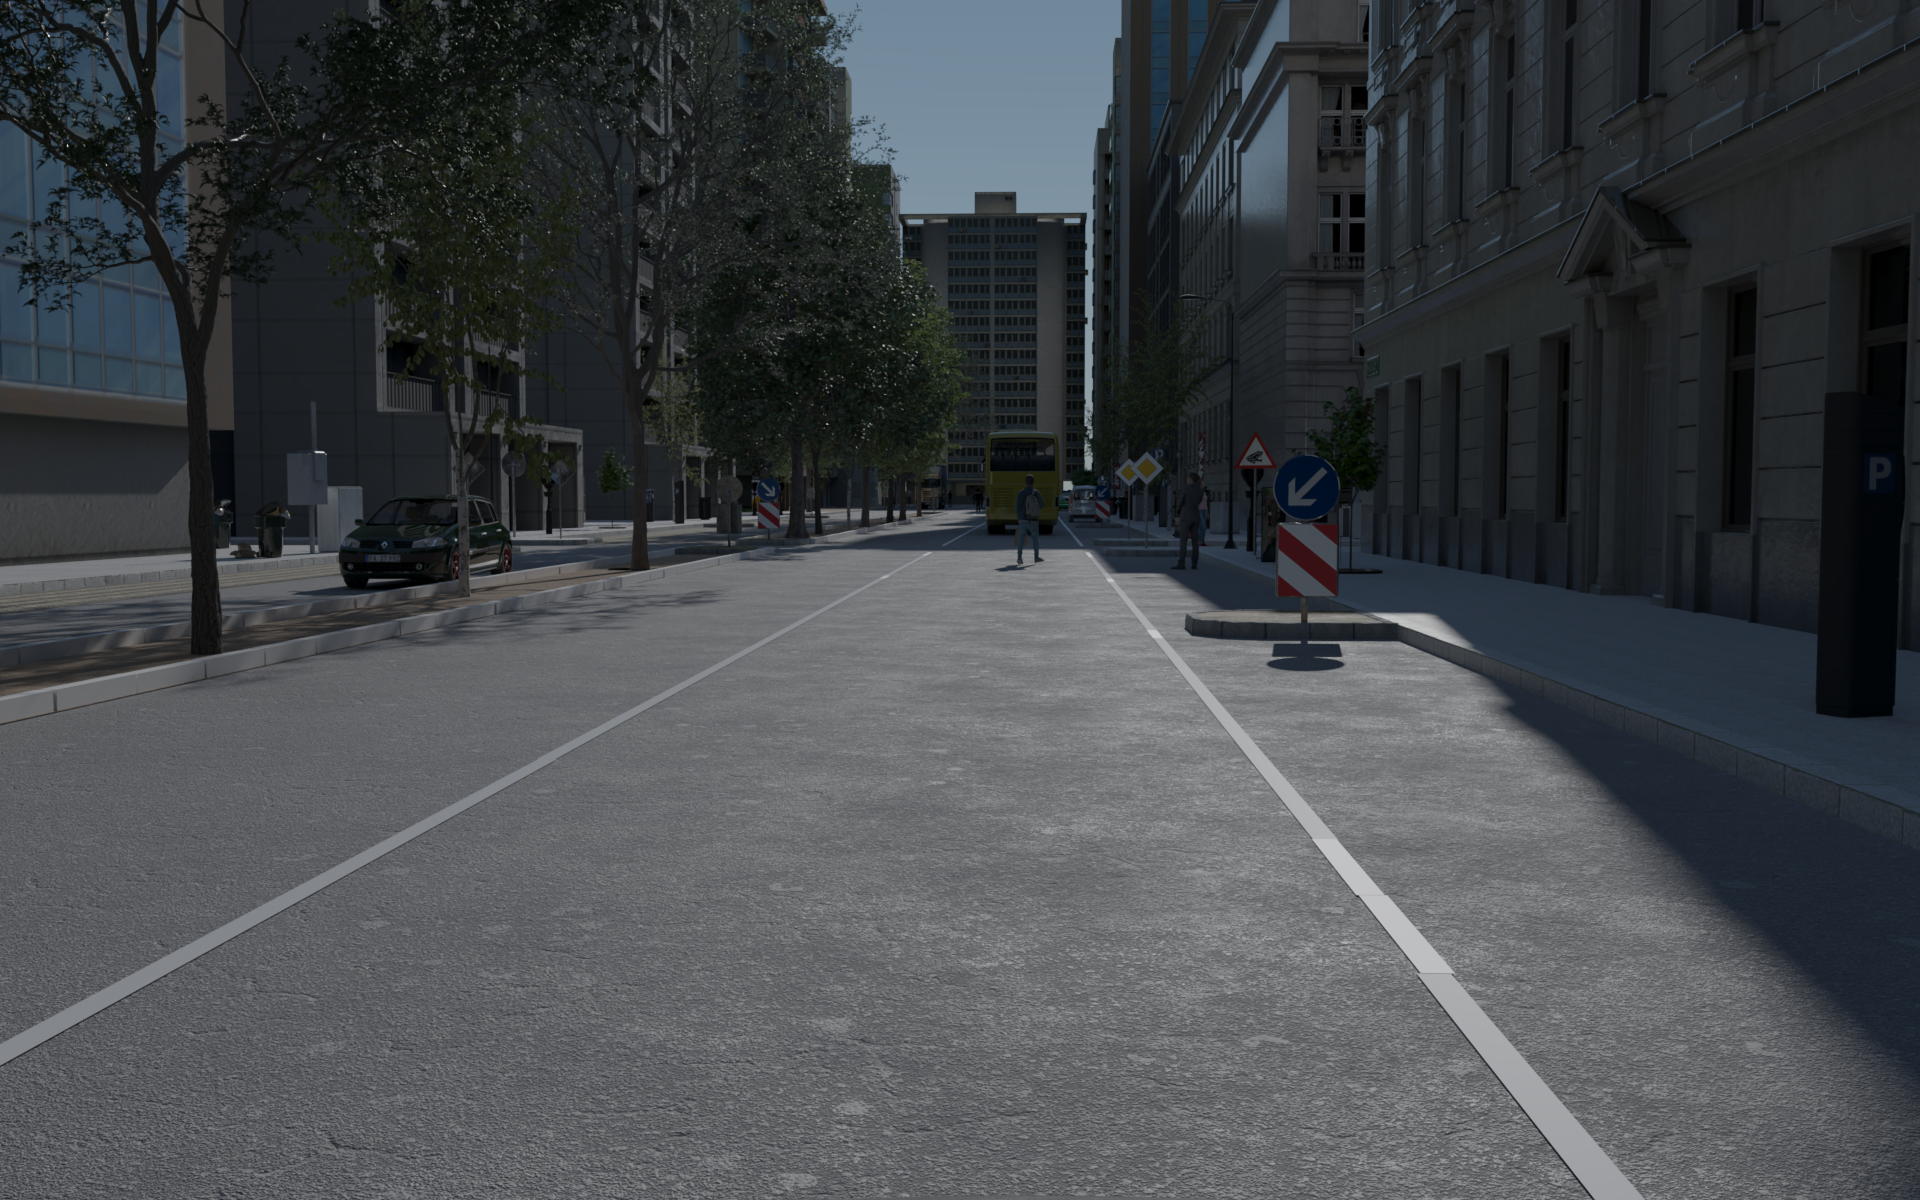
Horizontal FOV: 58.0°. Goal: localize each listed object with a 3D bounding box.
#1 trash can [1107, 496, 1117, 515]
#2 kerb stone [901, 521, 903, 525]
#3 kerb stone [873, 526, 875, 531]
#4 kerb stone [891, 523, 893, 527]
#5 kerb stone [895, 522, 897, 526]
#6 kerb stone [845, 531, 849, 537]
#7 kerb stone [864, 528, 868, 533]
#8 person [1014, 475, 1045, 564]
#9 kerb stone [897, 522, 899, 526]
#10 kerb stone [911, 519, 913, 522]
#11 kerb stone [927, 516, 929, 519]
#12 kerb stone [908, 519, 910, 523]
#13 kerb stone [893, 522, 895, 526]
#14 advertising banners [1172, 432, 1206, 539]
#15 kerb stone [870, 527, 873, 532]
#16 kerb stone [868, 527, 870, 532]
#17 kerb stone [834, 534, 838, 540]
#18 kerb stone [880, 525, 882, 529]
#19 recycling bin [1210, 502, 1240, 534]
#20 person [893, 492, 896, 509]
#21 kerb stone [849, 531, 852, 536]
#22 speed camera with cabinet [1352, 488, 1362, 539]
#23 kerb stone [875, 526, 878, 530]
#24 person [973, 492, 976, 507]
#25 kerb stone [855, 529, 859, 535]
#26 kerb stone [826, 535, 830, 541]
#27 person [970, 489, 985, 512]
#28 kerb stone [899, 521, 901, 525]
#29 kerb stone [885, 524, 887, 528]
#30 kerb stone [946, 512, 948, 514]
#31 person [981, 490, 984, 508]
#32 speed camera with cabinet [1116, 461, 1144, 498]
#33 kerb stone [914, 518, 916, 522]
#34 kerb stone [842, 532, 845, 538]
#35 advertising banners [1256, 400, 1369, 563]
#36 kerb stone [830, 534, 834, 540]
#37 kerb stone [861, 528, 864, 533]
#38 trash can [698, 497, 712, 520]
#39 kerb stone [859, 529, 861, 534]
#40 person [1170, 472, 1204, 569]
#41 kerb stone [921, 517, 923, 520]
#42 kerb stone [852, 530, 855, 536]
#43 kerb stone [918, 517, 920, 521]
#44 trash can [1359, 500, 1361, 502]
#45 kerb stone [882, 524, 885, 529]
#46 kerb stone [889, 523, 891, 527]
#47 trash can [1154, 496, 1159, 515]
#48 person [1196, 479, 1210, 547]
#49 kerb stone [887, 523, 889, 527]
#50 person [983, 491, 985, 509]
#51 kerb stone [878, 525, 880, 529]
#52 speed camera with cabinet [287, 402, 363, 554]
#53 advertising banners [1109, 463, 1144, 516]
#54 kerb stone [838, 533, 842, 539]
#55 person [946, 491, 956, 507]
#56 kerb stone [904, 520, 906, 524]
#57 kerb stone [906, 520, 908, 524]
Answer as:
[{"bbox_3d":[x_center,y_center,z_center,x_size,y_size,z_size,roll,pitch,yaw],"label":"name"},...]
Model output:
[{"bbox_3d":[9.352,-5.794,106.384,0.748,1.137,0.748,0,3,0],"label":"trash can"},{"bbox_3d":[-2.870,-3.536,80.003,0.120,0.150,1.000,0,4,3],"label":"kerb stone"},{"bbox_3d":[-3.466,-2.722,66.693,0.120,0.150,1.000,0,4,3],"label":"kerb stone"},{"bbox_3d":[-3.099,-3.222,74.889,0.120,0.150,1.000,0,4,3],"label":"kerb stone"},{"bbox_3d":[-2.999,-3.348,76.931,0.120,0.150,1.000,0,4,3],"label":"kerb stone"},{"bbox_3d":[-3.882,-2.154,57.455,0.120,0.150,1.000,0,4,3],"label":"kerb stone"},{"bbox_3d":[-3.600,-2.534,63.625,0.120,0.150,1.000,0,4,3],"label":"kerb stone"},{"bbox_3d":[1.364,-1.639,35.291,0.794,1.824,0.713,3,4,36],"label":"person"},{"bbox_3d":[-2.948,-3.410,77.952,0.120,0.150,1.000,0,4,3],"label":"kerb stone"},{"bbox_3d":[-2.582,-3.911,86.148,0.120,0.150,1.000,0,4,3],"label":"kerb stone"},{"bbox_3d":[-2.021,-4.665,98.467,0.120,0.150,1.000,0,4,3],"label":"kerb stone"},{"bbox_3d":[-2.670,-3.786,84.096,0.120,0.150,1.000,0,4,3],"label":"kerb stone"},{"bbox_3d":[-3.049,-3.283,75.910,0.120,0.150,1.000,0,4,3],"label":"kerb stone"},{"bbox_3d":[6.586,-3.274,49.711,0.090,3.025,2.074,-1,4,-18],"label":"advertising banners"},{"bbox_3d":[-3.505,-2.659,65.670,0.120,0.150,1.000,0,4,3],"label":"kerb stone"},{"bbox_3d":[-3.556,-2.596,64.647,0.120,0.150,1.000,0,4,3],"label":"kerb stone"},{"bbox_3d":[-4.026,-1.967,54.387,0.120,0.150,1.000,0,4,3],"label":"kerb stone"},{"bbox_3d":[-3.329,-2.910,69.767,0.120,0.150,1.000,0,4,3],"label":"kerb stone"},{"bbox_3d":[8.551,-2.652,55.922,0.722,1.027,0.722,-2,4,-24],"label":"recycling bin"},{"bbox_3d":[-5.881,-8.898,155.456,0.593,1.643,0.415,3,4,36],"label":"person"},{"bbox_3d":[-3.842,-2.219,58.481,0.120,0.150,1.000,0,4,3],"label":"kerb stone"},{"bbox_3d":[11.350,-3.331,48.792,0.660,3.252,2.038,1,4,17],"label":"speed camera with cabinet"},{"bbox_3d":[-3.414,-2.781,67.720,0.120,0.150,1.000,0,4,3],"label":"kerb stone"},{"bbox_3d":[1.726,-11.191,192.938,0.593,1.643,0.415,-1,4,-9],"label":"person"},{"bbox_3d":[-3.747,-2.342,60.534,0.120,0.150,1.000,0,4,3],"label":"kerb stone"},{"bbox_3d":[-4.120,-1.843,52.328,0.120,0.150,1.000,0,4,3],"label":"kerb stone"},{"bbox_3d":[1.434,-7.972,138.476,1.348,1.869,0.705,-2,4,-27],"label":"person"},{"bbox_3d":[-2.900,-3.473,78.973,0.120,0.150,1.000,0,4,3],"label":"kerb stone"},{"bbox_3d":[-3.237,-3.032,71.823,0.120,0.150,1.000,0,4,3],"label":"kerb stone"},{"bbox_3d":[-1.088,-5.918,118.958,0.120,0.150,1.000,0,4,3],"label":"kerb stone"},{"bbox_3d":[2.234,-10.060,172.995,0.705,1.821,1.348,0,4,6],"label":"person"},{"bbox_3d":[10.214,-6.619,102.558,0.660,3.252,2.038,-3,5,-44],"label":"speed camera with cabinet"},{"bbox_3d":[-2.488,-4.037,88.204,0.120,0.150,1.000,0,4,3],"label":"kerb stone"},{"bbox_3d":[-3.930,-2.085,56.434,0.120,0.150,1.000,0,4,3],"label":"kerb stone"},{"bbox_3d":[6.600,-2.211,32.341,2.074,3.025,0.090,1,4,10],"label":"advertising banners"},{"bbox_3d":[-4.074,-1.901,53.363,0.120,0.150,1.000,0,4,3],"label":"kerb stone"},{"bbox_3d":[-3.656,-2.471,62.589,0.120,0.150,1.000,0,4,3],"label":"kerb stone"},{"bbox_3d":[-12.657,-4.546,85.984,0.748,1.137,0.748,0,3,0],"label":"trash can"},{"bbox_3d":[-3.702,-2.407,61.555,0.120,0.150,1.000,0,4,3],"label":"kerb stone"},{"bbox_3d":[4.326,-1.515,33.077,0.655,1.846,0.447,-2,4,-28],"label":"person"},{"bbox_3d":[-2.249,-4.351,93.326,0.120,0.150,1.000,0,4,3],"label":"kerb stone"},{"bbox_3d":[-3.793,-2.282,59.508,0.120,0.150,1.000,0,4,3],"label":"kerb stone"},{"bbox_3d":[-2.344,-4.225,91.279,0.120,0.150,1.000,0,4,3],"label":"kerb stone"},{"bbox_3d":[9.826,-1.796,41.026,0.748,1.137,0.748,0,3,0],"label":"trash can"},{"bbox_3d":[-3.277,-2.972,70.795,0.120,0.150,1.000,0,4,3],"label":"kerb stone"},{"bbox_3d":[-3.142,-3.160,73.868,0.120,0.150,1.000,0,4,3],"label":"kerb stone"},{"bbox_3d":[11.627,-5.677,104.465,0.748,1.137,0.748,0,3,0],"label":"trash can"},{"bbox_3d":[6.331,-2.261,45.469,0.388,1.821,0.555,2,4,33],"label":"person"},{"bbox_3d":[-3.187,-3.090,72.844,0.120,0.150,1.000,0,4,3],"label":"kerb stone"},{"bbox_3d":[2.402,-9.632,166.653,0.621,1.740,0.551,-2,4,-25],"label":"person"},{"bbox_3d":[-3.380,-2.847,68.741,0.120,0.150,1.000,0,4,3],"label":"kerb stone"},{"bbox_3d":[-13.862,-2.661,37.837,0.660,3.252,2.038,1,4,12],"label":"speed camera with cabinet"},{"bbox_3d":[9.585,-6.224,97.947,2.074,3.025,0.090,1,4,18],"label":"advertising banners"},{"bbox_3d":[-3.980,-2.032,55.413,0.120,0.150,1.000,0,4,3],"label":"kerb stone"},{"bbox_3d":[-1.036,-10.890,186.557,1.348,1.822,0.705,2,4,25],"label":"person"},{"bbox_3d":[-2.769,-3.661,82.053,0.120,0.150,1.000,0,4,3],"label":"kerb stone"},{"bbox_3d":[-2.725,-3.721,83.075,0.120,0.150,1.000,0,4,3],"label":"kerb stone"}]
